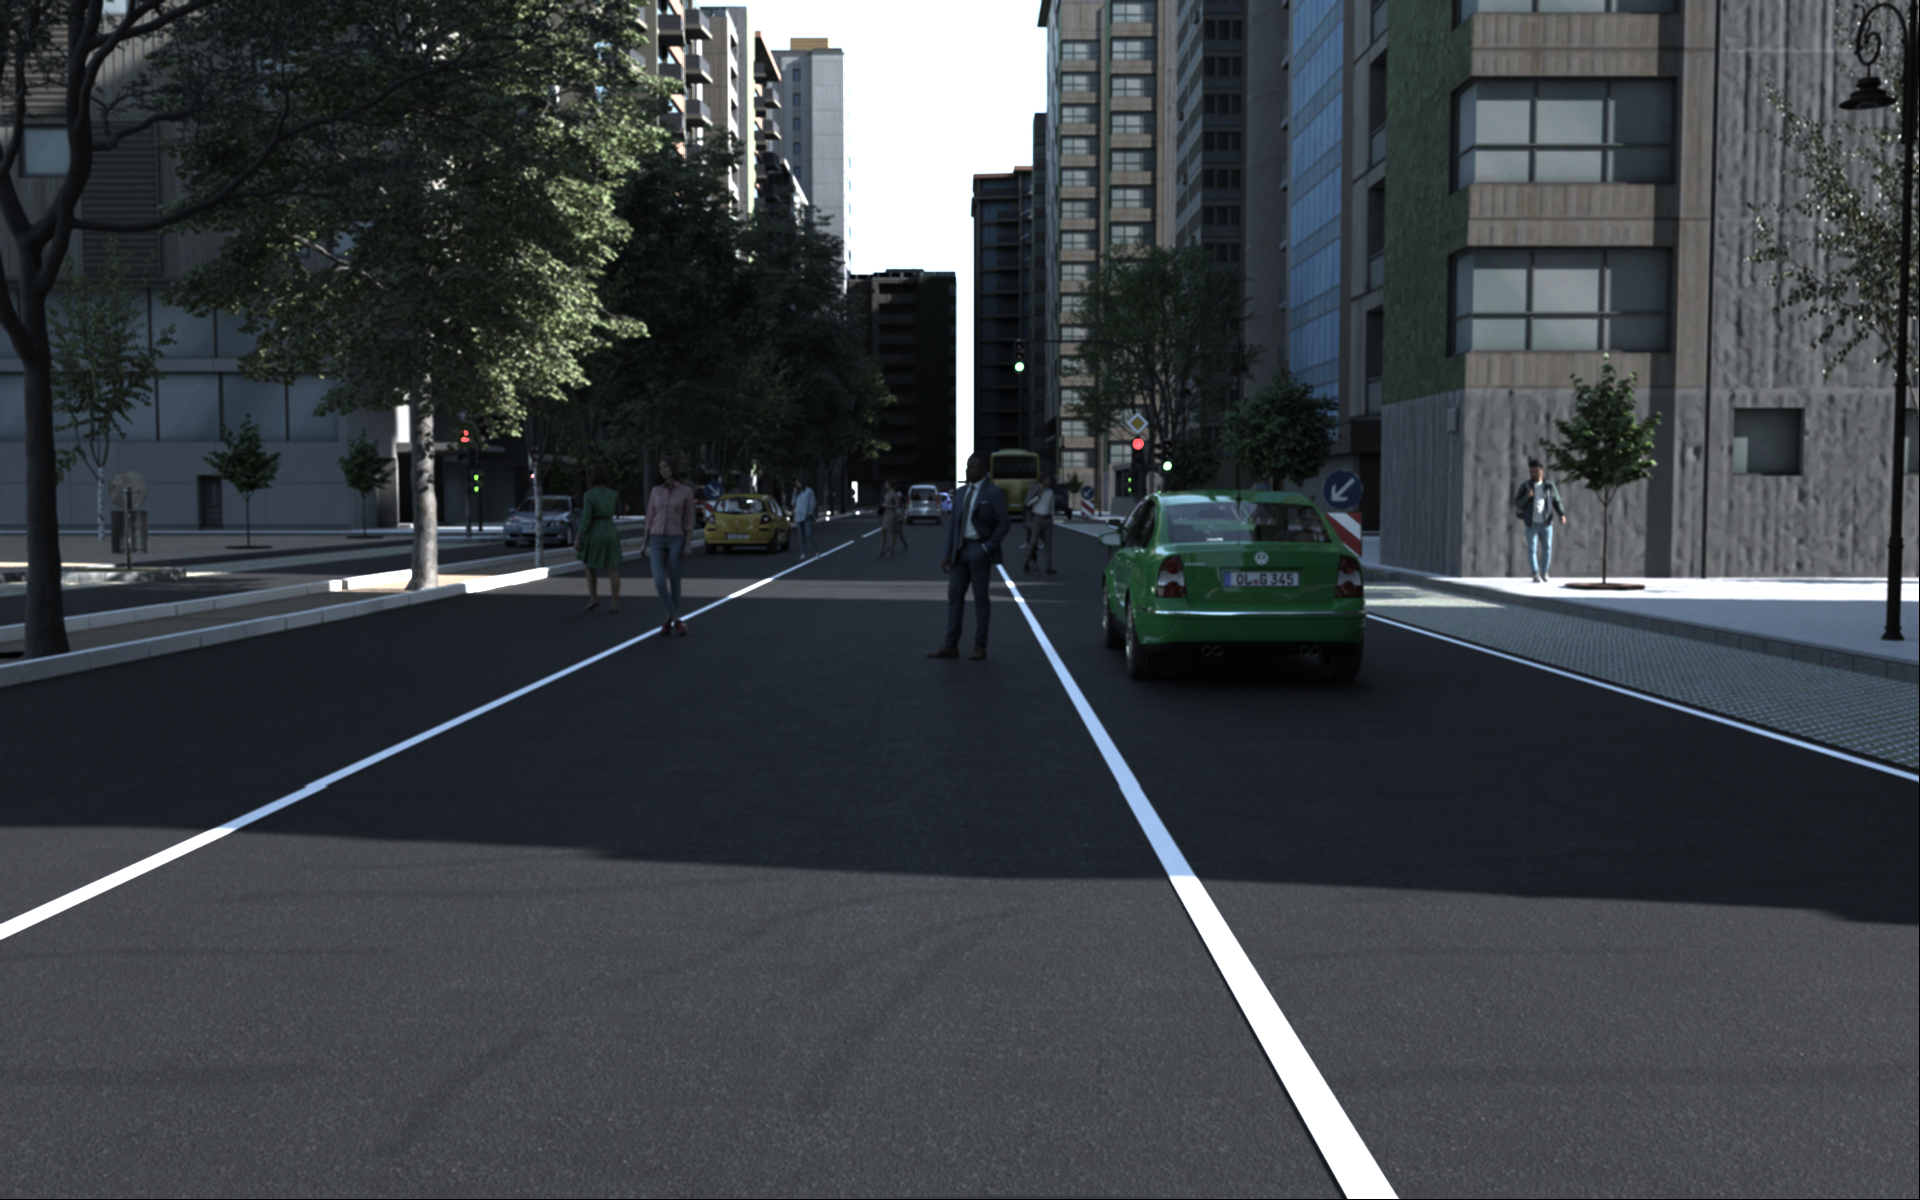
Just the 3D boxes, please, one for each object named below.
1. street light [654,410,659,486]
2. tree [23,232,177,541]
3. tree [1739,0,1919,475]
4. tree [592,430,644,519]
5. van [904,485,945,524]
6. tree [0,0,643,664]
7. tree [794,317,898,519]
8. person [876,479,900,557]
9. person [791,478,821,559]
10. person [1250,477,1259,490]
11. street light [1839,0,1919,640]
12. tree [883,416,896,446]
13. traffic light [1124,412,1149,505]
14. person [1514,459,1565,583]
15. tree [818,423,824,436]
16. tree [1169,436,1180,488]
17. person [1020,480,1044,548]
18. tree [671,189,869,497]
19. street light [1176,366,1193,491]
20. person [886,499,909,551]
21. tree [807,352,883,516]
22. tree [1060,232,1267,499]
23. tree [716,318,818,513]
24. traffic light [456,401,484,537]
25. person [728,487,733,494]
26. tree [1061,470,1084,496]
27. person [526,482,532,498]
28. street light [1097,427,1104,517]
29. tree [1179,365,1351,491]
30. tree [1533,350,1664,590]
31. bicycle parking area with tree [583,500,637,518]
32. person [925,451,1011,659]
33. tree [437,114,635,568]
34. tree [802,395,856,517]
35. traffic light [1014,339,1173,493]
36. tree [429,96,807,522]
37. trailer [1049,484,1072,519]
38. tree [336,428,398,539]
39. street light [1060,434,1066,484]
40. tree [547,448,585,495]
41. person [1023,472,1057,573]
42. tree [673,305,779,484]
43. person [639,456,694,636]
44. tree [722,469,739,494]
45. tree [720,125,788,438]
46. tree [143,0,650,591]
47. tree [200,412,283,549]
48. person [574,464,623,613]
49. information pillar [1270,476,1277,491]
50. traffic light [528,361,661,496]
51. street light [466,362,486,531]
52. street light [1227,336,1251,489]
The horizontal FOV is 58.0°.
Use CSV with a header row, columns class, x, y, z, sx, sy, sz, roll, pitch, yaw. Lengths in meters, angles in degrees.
class,x,y,z,sx,sy,sz,roll,pitch,yaw
street light,-16.636,-7.465,94.846,0.468,5.910,1.993,0,3,0
tree,-23.757,-5.954,47.703,4.737,8.622,4.395,0,3,0
tree,12.770,-4.438,22.921,4.360,8.622,3.978,0,3,0
tree,-17.517,-6.405,88.434,4.285,4.588,4.351,0,3,0
van,-1.715,-4.655,83.115,2.013,2.044,4.112,0,4,0
tree,-7.945,-6.223,14.577,12.009,13.543,11.850,0,3,0
tree,-8.215,-10.440,98.913,9.928,11.665,9.643,0,3,0
person,-1.642,-1.867,39.370,0.374,1.781,0.599,-2,4,-34
person,-3.371,-1.791,38.043,0.793,1.790,0.793,0,4,2
person,8.481,-2.621,49.239,0.374,1.781,0.599,-2,4,-30
street light,8.216,-2.587,15.078,0.468,5.910,1.993,0,3,0
tree,-8.262,-10.726,112.245,8.767,10.594,7.601,0,3,0
traffic light,6.032,-4.296,59.157,0.839,4.253,0.868,0,3,0
person,8.373,-1.144,25.102,0.623,1.781,0.721,0,4,-5
tree,-8.296,-7.861,81.350,4.737,8.622,4.395,0,3,0
tree,11.266,-6.148,84.228,4.285,4.588,4.351,0,3,0
person,1.949,-2.268,45.770,0.728,1.800,0.709,0,4,0
tree,-8.251,-10.047,73.373,9.857,13.997,8.962,0,3,0
street light,8.088,-5.488,62.517,0.468,5.910,1.993,0,3,0
person,-1.557,-1.893,43.721,0.640,1.303,0.475,-3,4,-37
tree,-8.639,-9.307,89.036,8.767,10.594,7.601,0,3,0
tree,8.192,-8.703,68.041,9.928,11.665,9.643,0,3,0
tree,-7.927,-6.932,66.153,4.737,8.622,4.395,0,3,0
traffic light,-14.513,-3.804,51.113,0.839,4.253,0.868,0,3,0
person,-17.372,-7.647,131.409,0.444,1.785,0.601,-3,4,-36
tree,9.122,-8.713,137.061,1.663,3.219,1.824,0,3,0
person,-16.821,-3.794,68.418,0.623,1.781,0.721,-3,5,-40
street light,7.956,-7.667,98.147,0.468,5.910,1.993,0,3,0
tree,8.207,-3.693,44.092,4.285,4.588,4.351,0,3,0
tree,8.648,-1.770,23.535,1.663,3.219,1.824,0,3,0
bicycle parking area with tree,-22.051,-6.667,96.000,8.231,4.147,9.016,1,4,9
person,0.102,-0.394,15.131,0.721,1.800,0.419,2,4,31
tree,-8.109,-4.910,33.092,4.737,8.622,4.395,0,3,0
tree,-8.281,-9.383,106.235,4.360,8.622,3.978,0,3,0
traffic light,3.957,-4.670,51.026,4.771,5.953,1.251,0,3,0
tree,-8.273,-6.264,39.289,8.767,10.594,7.601,0,3,0
trailer,5.555,-5.565,98.033,1.471,1.999,3.904,0,4,1
tree,-17.229,-3.415,50.434,1.663,3.219,1.824,0,3,0
street light,7.888,-9.812,133.206,0.468,5.910,1.993,0,3,0
tree,-16.792,-4.776,72.694,1.663,3.219,1.824,0,3,0
person,1.433,-1.397,31.436,0.679,1.850,0.850,-2,4,-34
tree,-8.329,-6.547,59.863,4.360,8.622,3.978,0,3,0
person,-2.981,-0.556,17.596,0.555,1.821,0.388,0,4,-3
tree,-17.822,-8.494,133.475,1.663,3.219,1.824,0,3,0
tree,-8.663,-7.785,47.872,7.486,12.596,7.792,0,3,0
tree,-8.020,-6.425,25.630,7.486,12.596,7.792,0,3,0
tree,-16.735,-2.834,40.933,1.663,3.219,1.824,0,3,0
person,-4.346,-0.747,20.964,0.529,1.795,0.600,3,5,41
information pillar,10.583,-3.284,58.187,0.304,2.012,0.304,0,4,-1
traffic light,-12.438,-5.166,59.137,4.771,5.953,1.251,0,3,0
street light,-16.491,-5.297,59.391,0.468,5.910,1.993,0,3,0
street light,8.150,-4.770,50.783,0.468,5.910,1.993,0,3,0
